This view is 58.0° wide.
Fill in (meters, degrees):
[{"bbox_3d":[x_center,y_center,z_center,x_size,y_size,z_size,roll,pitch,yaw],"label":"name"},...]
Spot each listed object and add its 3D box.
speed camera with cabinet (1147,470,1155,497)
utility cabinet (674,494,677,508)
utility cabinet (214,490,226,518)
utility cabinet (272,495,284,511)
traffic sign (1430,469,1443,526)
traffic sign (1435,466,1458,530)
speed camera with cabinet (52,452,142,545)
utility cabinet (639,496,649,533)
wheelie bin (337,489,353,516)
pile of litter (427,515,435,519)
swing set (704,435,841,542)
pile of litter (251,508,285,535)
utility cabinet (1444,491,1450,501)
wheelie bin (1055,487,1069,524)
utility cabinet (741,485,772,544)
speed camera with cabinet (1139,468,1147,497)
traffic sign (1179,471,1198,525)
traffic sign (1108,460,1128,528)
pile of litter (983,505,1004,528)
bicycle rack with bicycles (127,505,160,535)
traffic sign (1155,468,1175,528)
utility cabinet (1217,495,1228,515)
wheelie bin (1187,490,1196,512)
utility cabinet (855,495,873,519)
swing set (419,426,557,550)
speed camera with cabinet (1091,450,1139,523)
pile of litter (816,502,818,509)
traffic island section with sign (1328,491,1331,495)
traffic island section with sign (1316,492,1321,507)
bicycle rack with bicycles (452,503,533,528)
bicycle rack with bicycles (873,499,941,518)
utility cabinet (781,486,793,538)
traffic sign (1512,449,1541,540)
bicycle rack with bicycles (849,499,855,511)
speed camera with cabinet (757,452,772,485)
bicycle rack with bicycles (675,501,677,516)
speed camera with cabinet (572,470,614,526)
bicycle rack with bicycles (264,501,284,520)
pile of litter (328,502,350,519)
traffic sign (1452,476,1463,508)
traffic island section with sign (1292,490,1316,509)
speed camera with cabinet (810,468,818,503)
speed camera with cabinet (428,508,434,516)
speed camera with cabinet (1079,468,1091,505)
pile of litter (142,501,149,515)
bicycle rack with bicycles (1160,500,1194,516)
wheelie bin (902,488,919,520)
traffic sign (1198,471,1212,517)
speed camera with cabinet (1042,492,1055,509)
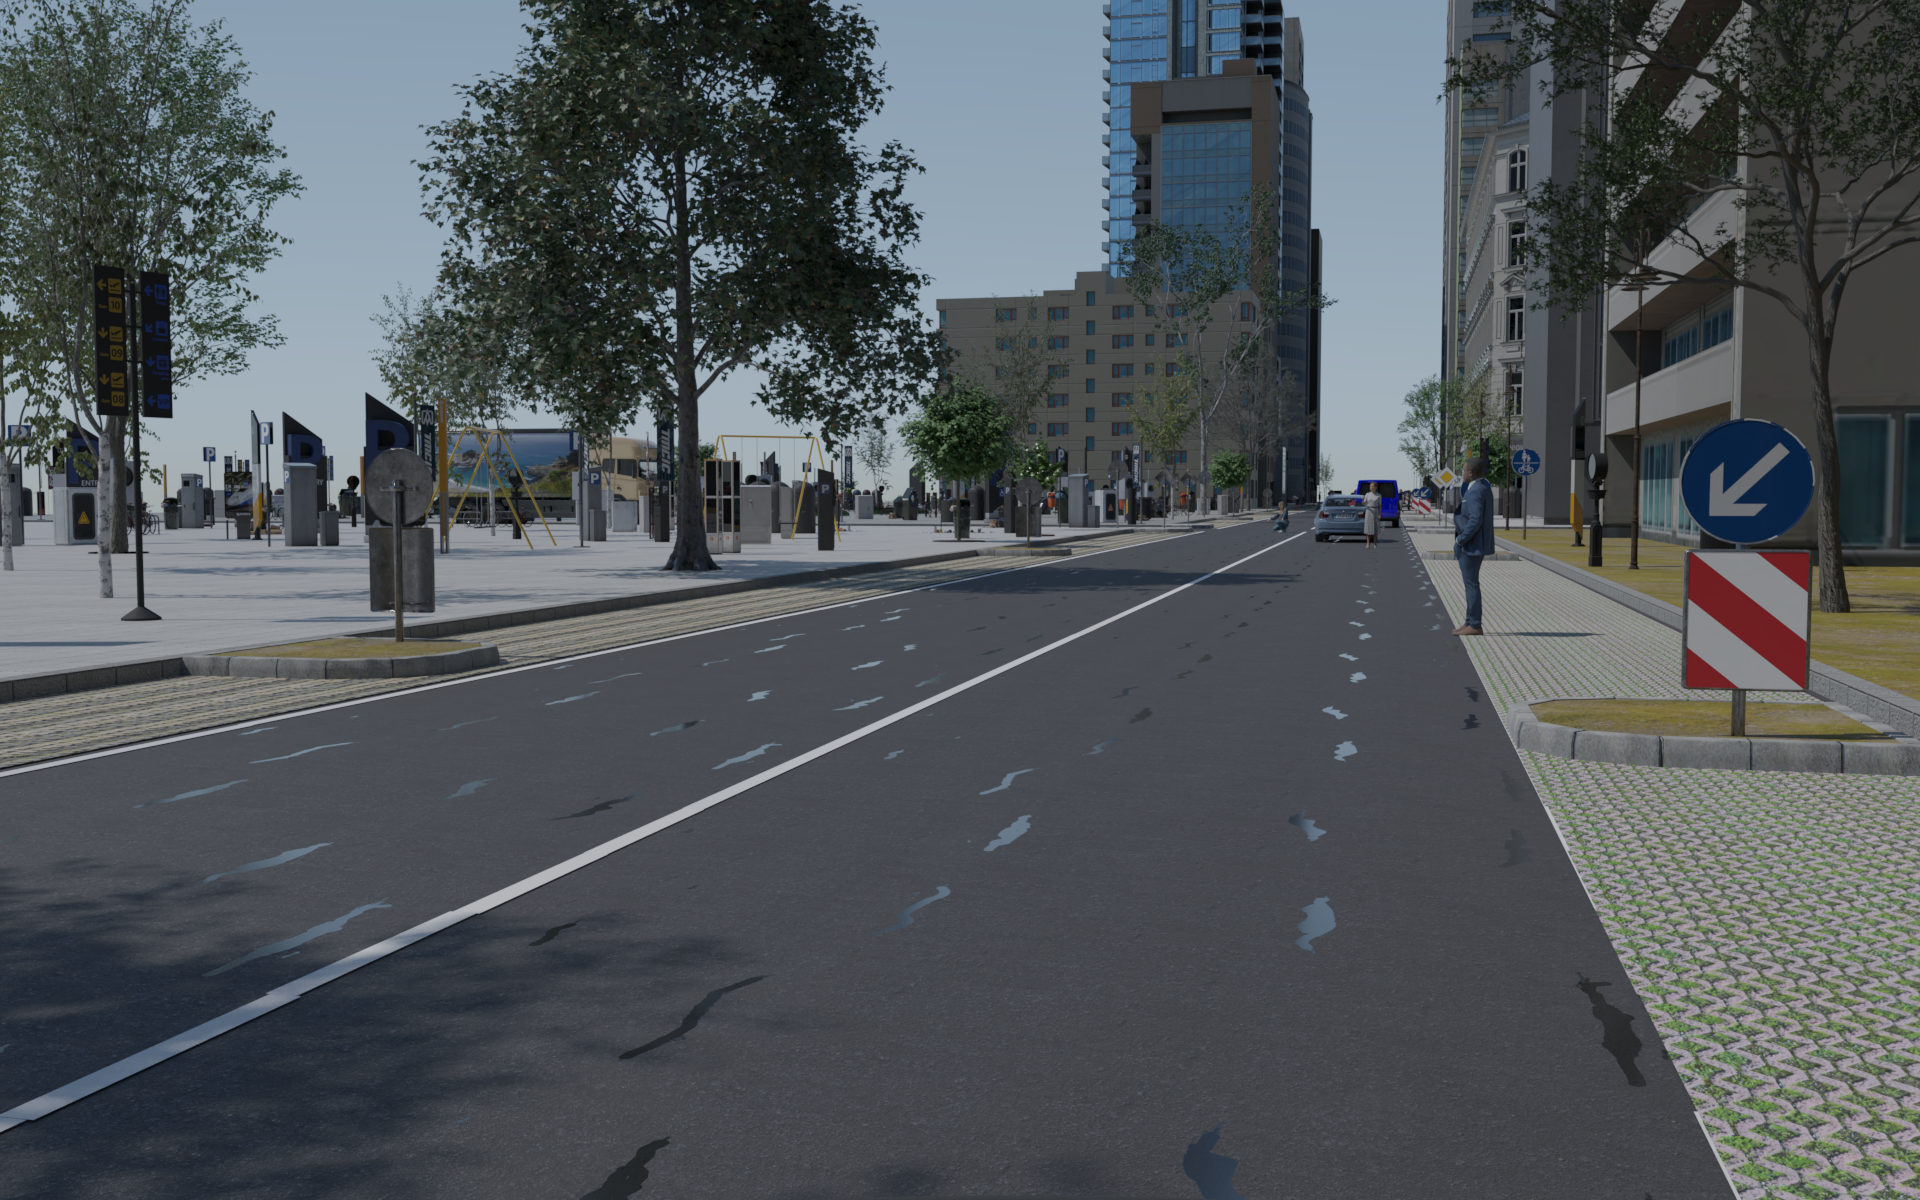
[{"bbox_3d":[14.634,-8.871,139.382,2.038,3.252,0.660,-1,4,-18],"label":"speed camera with cabinet"},{"bbox_3d":[-20.559,-7.247,127.162,0.318,1.500,1.173,2,4,31],"label":"utility cabinet"},{"bbox_3d":[-43.076,-5.679,101.527,1.173,1.500,0.318,-2,4,-31],"label":"utility cabinet"},{"bbox_3d":[-39.123,-5.425,99.856,1.020,1.237,0.306,-1,4,-21],"label":"utility cabinet"},{"bbox_3d":[19.511,-4.083,70.404,0.795,2.450,0.064,1,4,14],"label":"traffic sign"},{"bbox_3d":[17.591,-3.609,62.652,0.795,2.450,0.064,1,4,14],"label":"traffic sign"},{"bbox_3d":[-22.196,-3.063,44.414,0.660,3.252,2.038,2,4,25],"label":"speed camera with cabinet"},{"bbox_3d":[-10.453,-2.843,57.637,0.306,1.237,1.020,-1,4,-18],"label":"utility cabinet"},{"bbox_3d":[-35.696,-5.678,100.748,0.693,1.594,0.980,2,4,32],"label":"wheelie bin"},{"bbox_3d":[-28.377,-4.696,90.752,1.719,0.858,1.176,1,4,23],"label":"pile of litter"},{"bbox_3d":[-5.240,-2.986,46.434,3.119,2.851,2.862,-2,4,-32],"label":"swing set"},{"bbox_3d":[-22.023,-2.504,54.901,1.719,0.858,1.176,-2,4,-30],"label":"pile of litter"},{"bbox_3d":[33.089,-6.603,116.636,1.173,1.500,0.318,-2,4,-35],"label":"utility cabinet"},{"bbox_3d":[4.527,-4.105,75.024,0.693,1.594,0.980,1,4,22],"label":"wheelie bin"},{"bbox_3d":[-5.377,-2.151,43.844,1.173,1.500,0.318,0,4,-2],"label":"utility cabinet"},{"bbox_3d":[12.868,-8.335,130.614,2.038,3.252,0.660,2,4,33],"label":"speed camera with cabinet"},{"bbox_3d":[9.620,-4.234,72.867,0.795,2.450,0.064,1,4,14],"label":"traffic sign"},{"bbox_3d":[5.908,-3.963,64.896,0.768,2.556,0.104,1,4,17],"label":"traffic sign"},{"bbox_3d":[1.633,-3.174,65.867,1.719,0.858,1.176,1,4,18],"label":"pile of litter"},{"bbox_3d":[-26.397,-2.521,54.596,2.852,0.926,2.925,1,4,13],"label":"bicycle rack with bicycles"},{"bbox_3d":[7.699,-3.760,65.115,0.795,2.450,0.064,1,4,14],"label":"traffic sign"},{"bbox_3d":[16.014,-5.770,105.496,0.306,1.237,1.020,2,4,31],"label":"utility cabinet"},{"bbox_3d":[16.203,-6.931,121.226,0.693,1.594,0.980,0,4,6],"label":"wheelie bin"},{"bbox_3d":[-4.899,-4.745,88.748,1.020,1.237,0.306,-3,5,-44],"label":"utility cabinet"},{"bbox_3d":[-11.352,-2.681,41.457,2.862,2.851,3.119,0,4,-2],"label":"swing set"},{"bbox_3d":[6.988,-5.118,78.008,2.038,3.252,0.660,-3,5,-41],"label":"speed camera with cabinet"},{"bbox_3d":[-9.015,-5.750,107.984,1.719,0.858,1.176,-3,5,-43],"label":"pile of litter"},{"bbox_3d":[60.005,-16.376,276.367,1.989,1.847,2.006,1,4,14],"label":"traffic island section with sign"},{"bbox_3d":[40.072,-11.452,195.872,1.989,1.847,2.006,1,4,14],"label":"traffic island section with sign"},{"bbox_3d":[-18.223,-3.256,66.612,2.925,0.926,2.852,3,5,39],"label":"bicycle rack with bicycles"},{"bbox_3d":[-3.243,-5.494,103.204,2.852,0.926,2.925,-2,4,-28],"label":"bicycle rack with bicycles"},{"bbox_3d":[-5.008,-2.536,50.140,0.318,1.500,1.173,0,4,-4],"label":"utility cabinet"},{"bbox_3d":[15.855,-2.964,48.560,0.768,2.556,0.104,1,4,18],"label":"traffic sign"},{"bbox_3d":[-6.279,-6.519,119.965,2.852,0.926,2.925,2,4,28],"label":"bicycle rack with bicycles"},{"bbox_3d":[-9.835,-5.305,81.067,2.038,3.252,0.660,0,4,-3],"label":"speed camera with cabinet"},{"bbox_3d":[-15.740,-5.396,101.604,2.925,0.926,2.852,3,5,45],"label":"bicycle rack with bicycles"},{"bbox_3d":[-14.481,-4.528,68.362,0.660,3.252,2.038,2,4,23],"label":"speed camera with cabinet"},{"bbox_3d":[-33.991,-4.454,86.206,2.852,0.926,2.925,-3,5,-41],"label":"bicycle rack with bicycles"},{"bbox_3d":[-32.476,-4.657,90.099,1.719,0.858,1.176,3,5,44],"label":"pile of litter"},{"bbox_3d":[28.311,-5.903,98.641,0.606,2.300,0.079,1,4,19],"label":"traffic sign"},{"bbox_3d":[33.577,-9.852,169.708,1.989,1.847,2.006,1,4,14],"label":"traffic island section with sign"},{"bbox_3d":[-11.451,-8.287,129.822,2.038,3.252,0.660,-2,4,-27],"label":"speed camera with cabinet"},{"bbox_3d":[-31.827,-6.603,102.292,0.660,3.252,2.038,-3,5,-44],"label":"speed camera with cabinet"},{"bbox_3d":[9.496,-8.351,130.869,2.038,3.252,0.660,-2,4,-29],"label":"speed camera with cabinet"},{"bbox_3d":[-48.790,-5.451,103.081,1.719,0.858,1.176,3,4,36],"label":"pile of litter"},{"bbox_3d":[12.250,-5.456,102.580,2.925,0.926,2.852,1,4,16],"label":"bicycle rack with bicycles"},{"bbox_3d":[-2.416,-4.684,84.483,0.693,1.594,0.980,-3,4,-36],"label":"wheelie bin"},{"bbox_3d":[13.466,-5.829,95.404,0.768,2.556,0.104,1,4,20],"label":"traffic sign"},{"bbox_3d":[7.451,-9.332,146.918,2.038,3.252,0.660,2,4,25],"label":"speed camera with cabinet"}]
